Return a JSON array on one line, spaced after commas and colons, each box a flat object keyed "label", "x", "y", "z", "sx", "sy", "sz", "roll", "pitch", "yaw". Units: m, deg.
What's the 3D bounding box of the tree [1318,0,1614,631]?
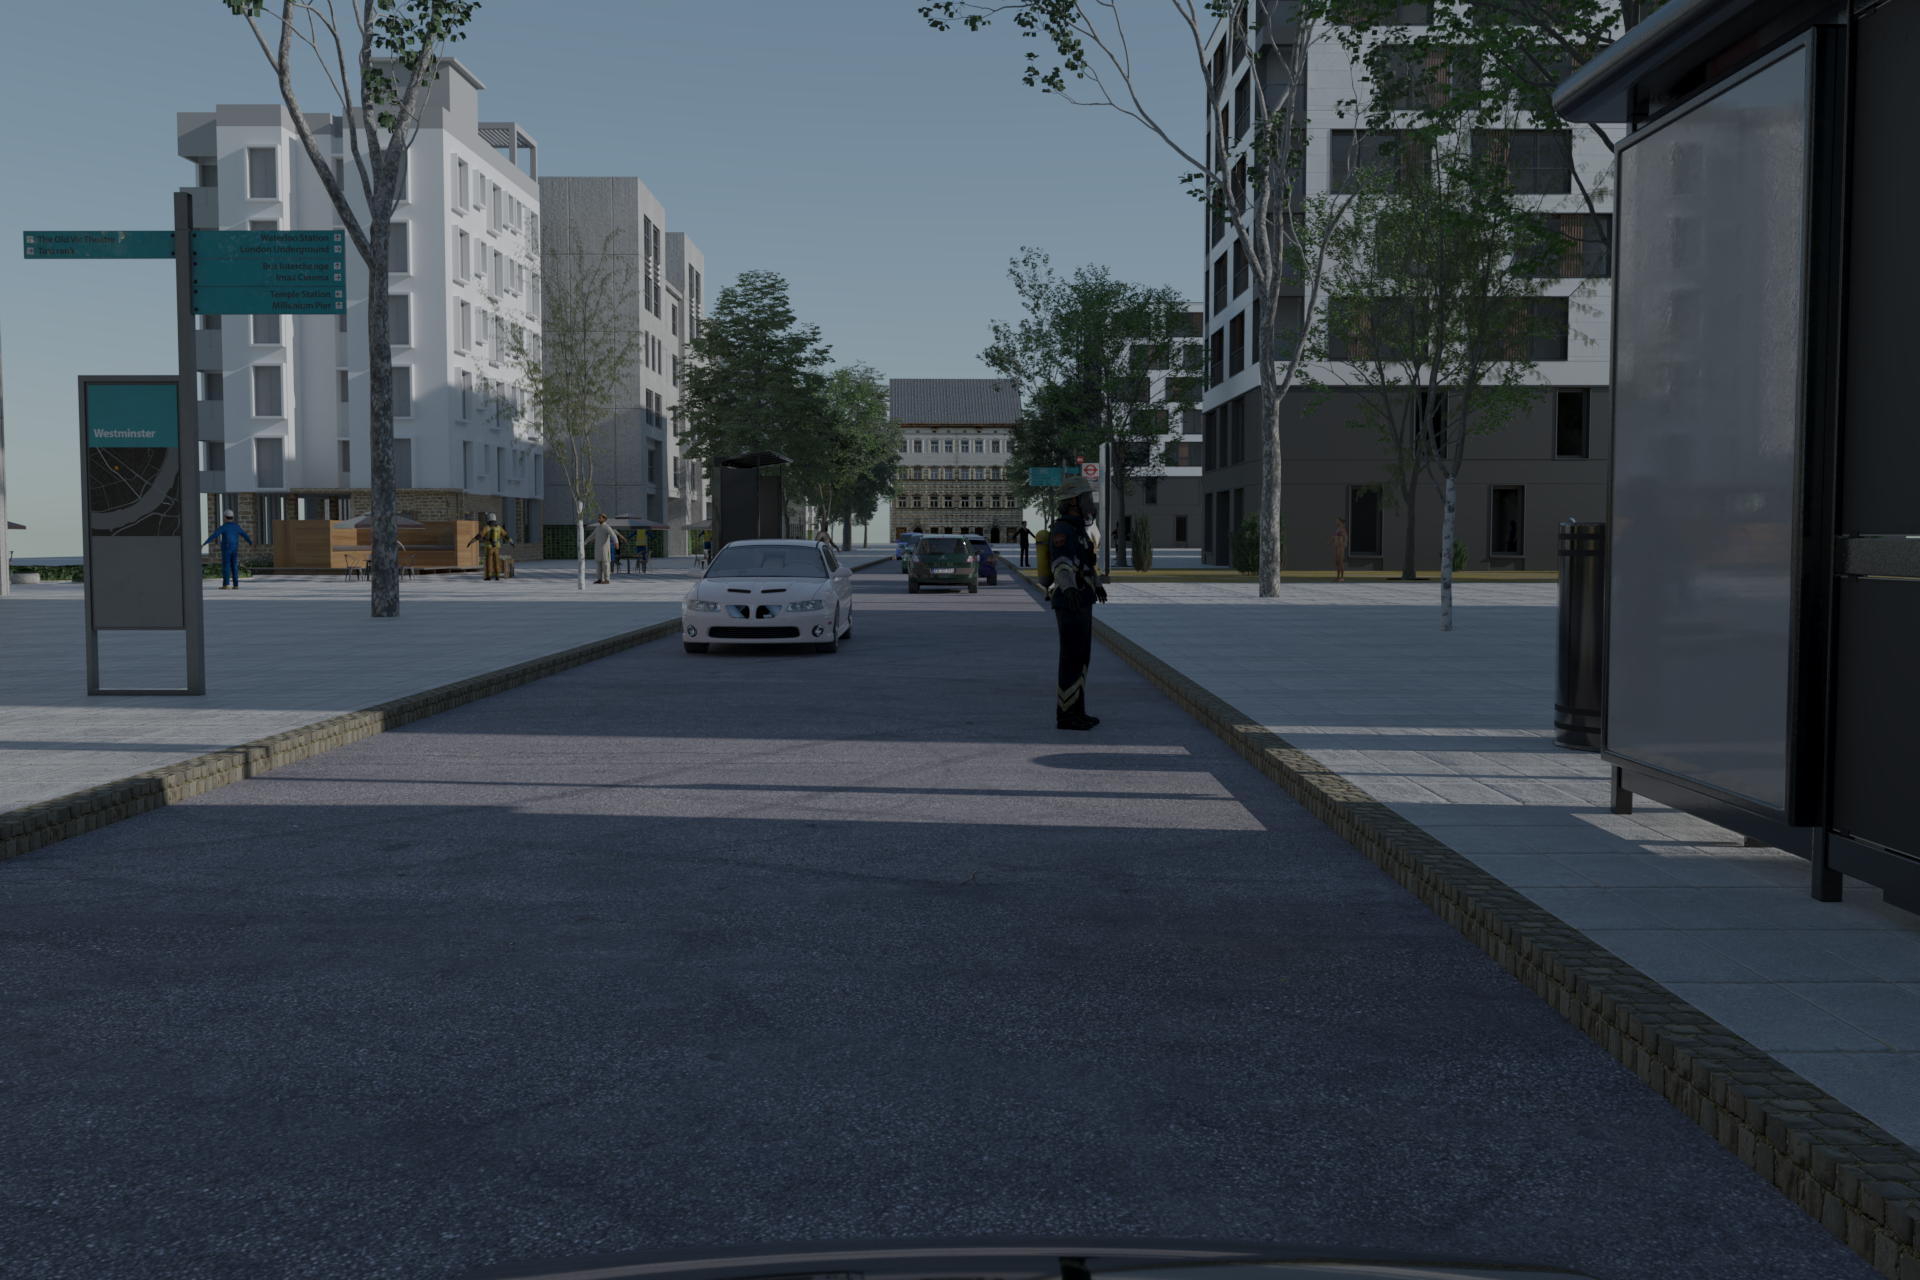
[{"label": "tree", "x": 6.296, "y": -4.420, "z": 22.623, "sx": 4.360, "sy": 8.622, "sz": 3.978, "roll": 0, "pitch": 3, "yaw": 0}]

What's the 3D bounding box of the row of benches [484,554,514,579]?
[{"label": "row of benches", "x": -13.517, "y": -2.162, "z": 50.814, "sx": 1.422, "sy": 0.672, "sz": 4.104, "roll": -1, "pitch": 4, "yaw": -11}]

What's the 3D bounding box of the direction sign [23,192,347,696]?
[{"label": "direction sign", "x": -6.070, "y": -1.557, "z": 14.220, "sx": 2.525, "sy": 3.948, "sz": 1.411, "roll": 0, "pitch": 4, "yaw": 1}]

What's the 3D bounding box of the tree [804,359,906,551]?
[{"label": "tree", "x": -8.493, "y": -13.538, "z": 128.000, "sx": 9.857, "sy": 13.997, "sz": 8.962, "roll": 0, "pitch": 3, "yaw": 0}]

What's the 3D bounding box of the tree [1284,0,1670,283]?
[{"label": "tree", "x": 6.610, "y": -5.497, "z": 15.636, "sx": 9.928, "sy": 11.665, "sz": 9.643, "roll": 0, "pitch": 3, "yaw": 0}]

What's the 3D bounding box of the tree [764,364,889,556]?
[{"label": "tree", "x": -8.010, "y": -10.854, "z": 103.224, "sx": 9.928, "sy": 11.665, "sz": 9.643, "roll": 0, "pitch": 3, "yaw": 0}]

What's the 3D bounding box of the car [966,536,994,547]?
[{"label": "car", "x": 0.342, "y": -3.576, "z": 70.828, "sx": 2.083, "sy": 1.381, "sz": 4.827, "roll": 0, "pitch": 4, "yaw": 1}]

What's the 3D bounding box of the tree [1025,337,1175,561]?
[{"label": "tree", "x": 6.533, "y": -8.999, "z": 81.540, "sx": 7.601, "sy": 10.594, "sz": 8.767, "roll": 0, "pitch": 4, "yaw": 2}]

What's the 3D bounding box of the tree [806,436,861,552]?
[{"label": "tree", "x": -8.750, "y": -10.281, "z": 118.451, "sx": 4.737, "sy": 8.622, "sz": 4.395, "roll": 0, "pitch": 3, "yaw": 0}]

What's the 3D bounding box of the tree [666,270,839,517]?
[{"label": "tree", "x": -9.018, "y": -9.599, "z": 75.078, "sx": 7.486, "sy": 12.596, "sz": 7.792, "roll": 0, "pitch": 3, "yaw": 0}]

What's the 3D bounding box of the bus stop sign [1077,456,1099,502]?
[{"label": "bus stop sign", "x": 4.337, "y": -4.328, "z": 59.468, "sx": 0.855, "sy": 3.939, "sz": 0.416, "roll": 0, "pitch": 4, "yaw": 0}]

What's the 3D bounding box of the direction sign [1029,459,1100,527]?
[{"label": "direction sign", "x": 3.730, "y": -4.449, "z": 61.500, "sx": 2.525, "sy": 3.948, "sz": 1.411, "roll": 0, "pitch": 3, "yaw": 0}]

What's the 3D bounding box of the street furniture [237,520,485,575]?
[{"label": "street furniture", "x": -19.837, "y": -3.138, "z": 58.154, "sx": 11.010, "sy": 1.723, "sz": 9.812, "roll": 0, "pitch": 4, "yaw": 6}]

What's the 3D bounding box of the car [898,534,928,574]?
[{"label": "car", "x": -1.181, "y": -3.189, "z": 63.942, "sx": 2.131, "sy": 1.459, "sz": 4.920, "roll": 0, "pitch": 4, "yaw": 0}]

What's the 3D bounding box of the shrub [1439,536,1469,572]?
[{"label": "shrub", "x": 16.691, "y": -2.899, "z": 58.514, "sx": 1.383, "sy": 1.207, "sz": 1.383, "roll": 0, "pitch": 3, "yaw": 0}]

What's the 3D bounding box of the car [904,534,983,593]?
[{"label": "car", "x": -0.411, "y": -2.046, "z": 43.234, "sx": 2.009, "sy": 1.686, "sz": 4.222, "roll": 0, "pitch": 4, "yaw": 0}]

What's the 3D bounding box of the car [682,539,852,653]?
[{"label": "car", "x": -2.401, "y": -0.611, "z": 22.353, "sx": 2.083, "sy": 1.381, "sz": 4.827, "roll": 0, "pitch": 4, "yaw": 0}]

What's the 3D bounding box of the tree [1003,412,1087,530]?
[{"label": "tree", "x": 7.263, "y": -13.322, "z": 143.578, "sx": 9.928, "sy": 11.665, "sz": 9.643, "roll": 0, "pitch": 3, "yaw": 0}]

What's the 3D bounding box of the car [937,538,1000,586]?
[{"label": "car", "x": 0.180, "y": -2.259, "z": 49.522, "sx": 1.945, "sy": 1.354, "sz": 3.894, "roll": 0, "pitch": 3, "yaw": 0}]

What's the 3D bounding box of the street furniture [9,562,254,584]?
[{"label": "street furniture", "x": -24.278, "y": -1.889, "z": 46.512, "sx": 10.072, "sy": 0.657, "sz": 5.734, "roll": -2, "pitch": 4, "yaw": -27}]

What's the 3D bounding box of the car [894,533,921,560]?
[{"label": "car", "x": -2.660, "y": -5.302, "z": 96.272, "sx": 1.945, "sy": 1.707, "sz": 3.694, "roll": 0, "pitch": 4, "yaw": 0}]

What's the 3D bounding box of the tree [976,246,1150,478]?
[{"label": "tree", "x": 5.557, "y": -15.939, "z": 116.495, "sx": 12.611, "sy": 20.169, "sz": 13.585, "roll": 0, "pitch": 3, "yaw": 0}]

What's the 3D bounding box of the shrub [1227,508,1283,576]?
[{"label": "shrub", "x": 9.089, "y": -3.013, "z": 53.300, "sx": 1.661, "sy": 2.075, "sz": 1.752, "roll": 0, "pitch": 3, "yaw": 0}]

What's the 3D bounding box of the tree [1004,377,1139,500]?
[{"label": "tree", "x": 6.828, "y": -10.066, "z": 98.986, "sx": 7.601, "sy": 10.594, "sz": 8.767, "roll": 3, "pitch": 4, "yaw": 37}]

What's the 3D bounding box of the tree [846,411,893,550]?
[{"label": "tree", "x": -8.682, "y": -12.993, "z": 138.182, "sx": 9.928, "sy": 11.665, "sz": 9.643, "roll": 0, "pitch": 3, "yaw": 0}]

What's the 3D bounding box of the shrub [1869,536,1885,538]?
[{"label": "shrub", "x": 29.051, "y": -3.157, "z": 56.036, "sx": 1.690, "sy": 2.028, "sz": 1.600, "roll": 0, "pitch": 3, "yaw": 0}]

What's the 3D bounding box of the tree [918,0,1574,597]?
[{"label": "tree", "x": 5.473, "y": -10.855, "z": 33.372, "sx": 12.611, "sy": 20.169, "sz": 13.585, "roll": 0, "pitch": 3, "yaw": 0}]

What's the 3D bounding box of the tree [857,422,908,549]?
[{"label": "tree", "x": -8.360, "y": -13.818, "z": 151.686, "sx": 9.928, "sy": 11.665, "sz": 9.643, "roll": 0, "pitch": 3, "yaw": 0}]

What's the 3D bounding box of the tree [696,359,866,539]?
[{"label": "tree", "x": -8.771, "y": -9.362, "z": 87.473, "sx": 8.767, "sy": 10.594, "sz": 7.601, "roll": -2, "pitch": 4, "yaw": -31}]

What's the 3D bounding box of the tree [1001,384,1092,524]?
[{"label": "tree", "x": 6.728, "y": -13.035, "z": 131.247, "sx": 7.486, "sy": 12.596, "sz": 7.792, "roll": 0, "pitch": 3, "yaw": 0}]

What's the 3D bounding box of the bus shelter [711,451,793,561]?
[{"label": "bus shelter", "x": -6.181, "y": -3.725, "z": 52.189, "sx": 1.731, "sy": 3.624, "sz": 6.357, "roll": 0, "pitch": 4, "yaw": 0}]

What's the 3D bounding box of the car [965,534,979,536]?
[{"label": "car", "x": 0.492, "y": -5.431, "z": 100.796, "sx": 2.014, "sy": 1.417, "sz": 4.499, "roll": 0, "pitch": 4, "yaw": 0}]

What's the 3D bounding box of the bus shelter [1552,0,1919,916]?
[{"label": "bus shelter", "x": 3.792, "y": -1.758, "z": 6.372, "sx": 2.179, "sy": 5.291, "sz": 8.768, "roll": 0, "pitch": 3, "yaw": 0}]
